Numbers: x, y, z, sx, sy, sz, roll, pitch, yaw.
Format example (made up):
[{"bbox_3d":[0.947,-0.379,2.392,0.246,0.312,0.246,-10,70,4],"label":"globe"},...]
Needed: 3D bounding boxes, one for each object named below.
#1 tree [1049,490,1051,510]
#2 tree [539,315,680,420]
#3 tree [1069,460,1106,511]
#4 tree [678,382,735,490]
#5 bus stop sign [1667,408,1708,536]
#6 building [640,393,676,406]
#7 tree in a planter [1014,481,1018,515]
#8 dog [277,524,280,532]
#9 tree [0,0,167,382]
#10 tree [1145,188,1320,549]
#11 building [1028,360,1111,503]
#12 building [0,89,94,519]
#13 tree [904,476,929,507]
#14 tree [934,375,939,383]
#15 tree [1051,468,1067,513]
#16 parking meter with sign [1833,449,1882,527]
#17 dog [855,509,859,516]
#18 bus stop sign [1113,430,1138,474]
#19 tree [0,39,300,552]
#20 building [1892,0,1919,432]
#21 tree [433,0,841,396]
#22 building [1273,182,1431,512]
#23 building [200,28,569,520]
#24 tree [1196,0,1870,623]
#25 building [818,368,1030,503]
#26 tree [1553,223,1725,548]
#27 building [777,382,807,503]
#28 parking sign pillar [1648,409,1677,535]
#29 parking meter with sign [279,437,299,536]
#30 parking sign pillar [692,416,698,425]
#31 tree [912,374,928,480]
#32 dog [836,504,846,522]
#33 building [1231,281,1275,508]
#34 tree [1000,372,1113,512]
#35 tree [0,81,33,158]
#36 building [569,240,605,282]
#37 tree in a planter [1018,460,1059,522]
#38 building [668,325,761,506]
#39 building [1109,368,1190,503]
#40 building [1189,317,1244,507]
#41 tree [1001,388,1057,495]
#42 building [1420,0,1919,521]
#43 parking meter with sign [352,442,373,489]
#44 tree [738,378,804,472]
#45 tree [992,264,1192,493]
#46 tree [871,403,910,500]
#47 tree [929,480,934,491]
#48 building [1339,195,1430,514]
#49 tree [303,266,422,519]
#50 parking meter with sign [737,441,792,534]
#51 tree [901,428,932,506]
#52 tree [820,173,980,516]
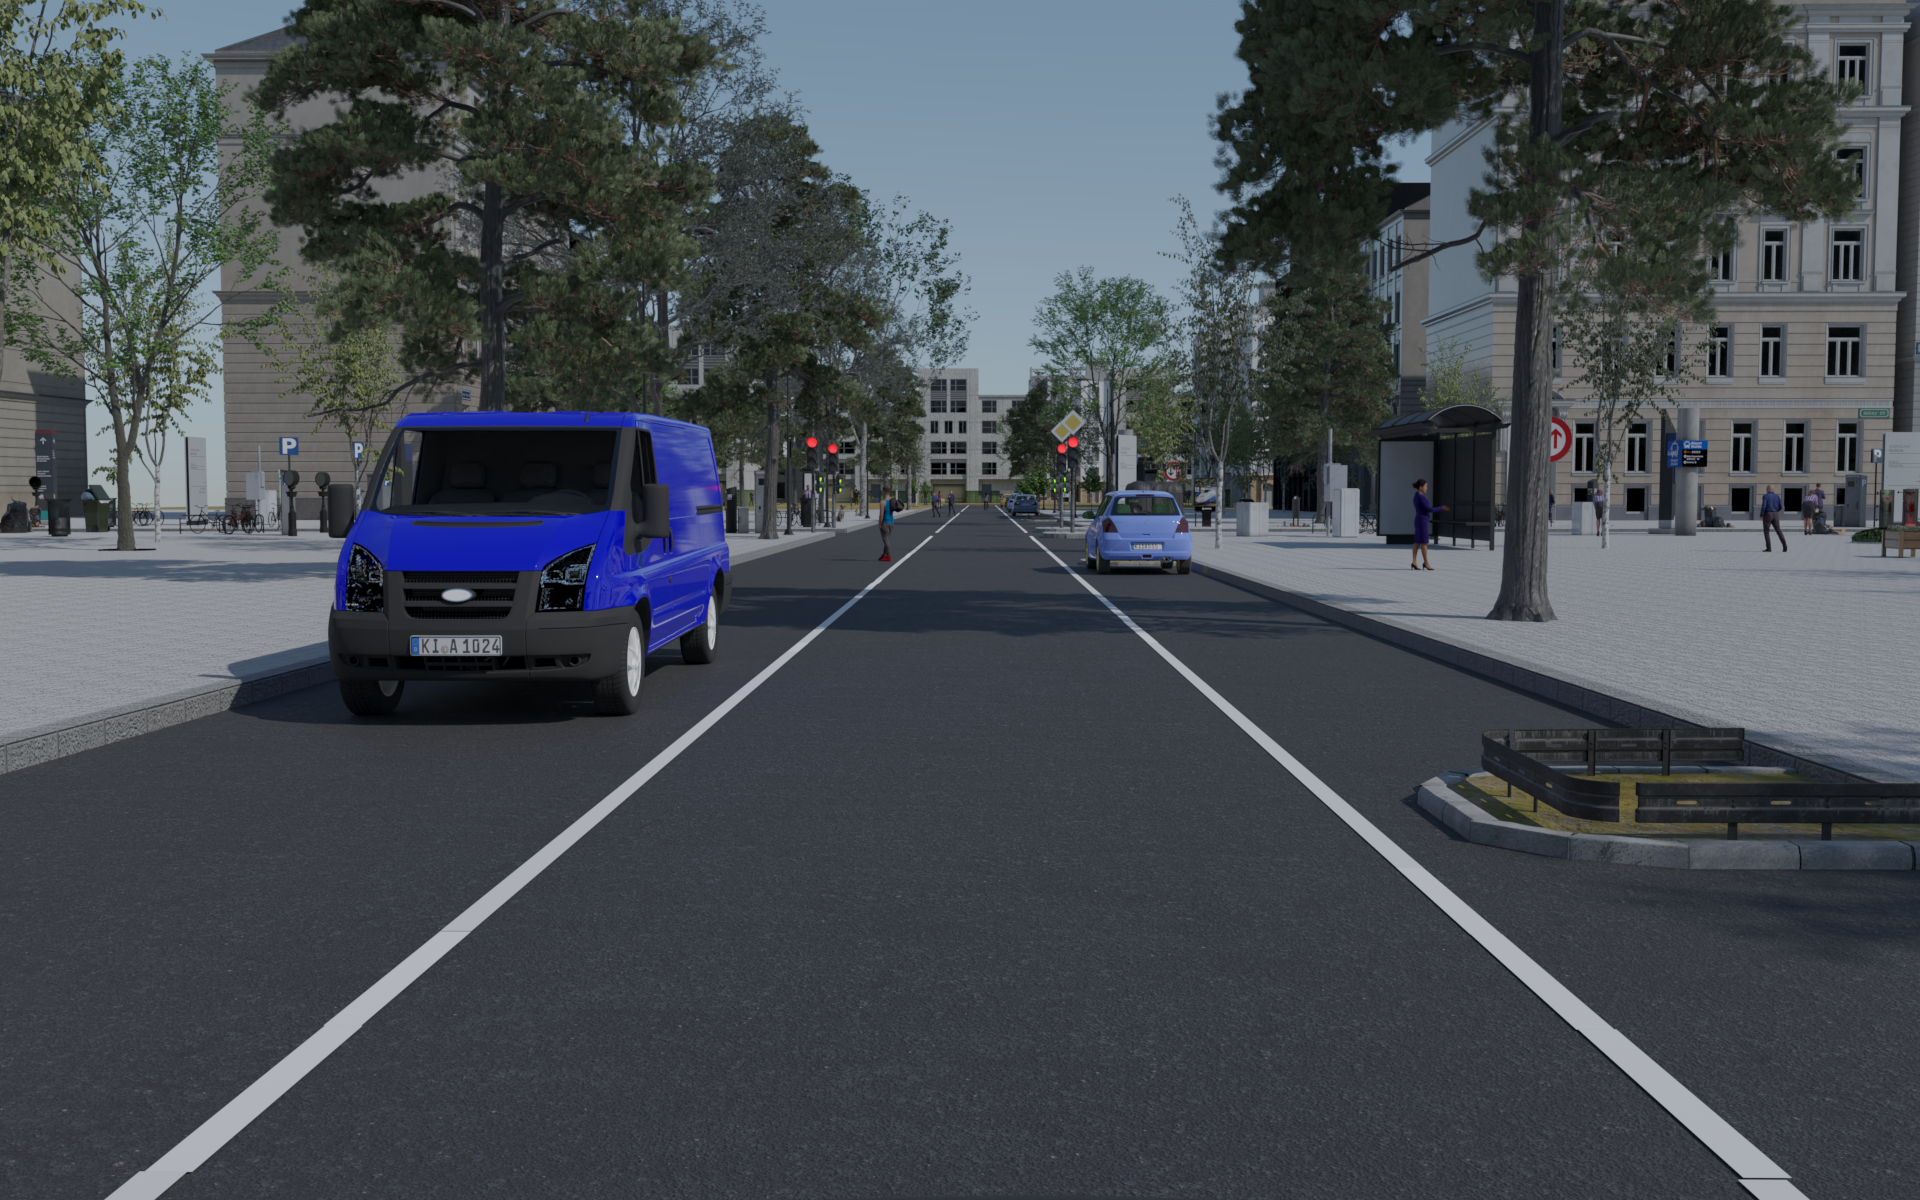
[{"bbox_3d":[7.829,-9.058,142.698,1.663,3.219,1.824,0,3,0],"label":"tree"},{"bbox_3d":[-18.781,-10.197,92.484,9.928,11.665,9.643,0,3,0],"label":"tree"},{"bbox_3d":[7.218,-6.234,96.526,1.663,3.219,1.824,0,3,0],"label":"tree"},{"bbox_3d":[-16.709,-9.904,112.300,4.737,8.622,4.395,0,3,0],"label":"tree"},{"bbox_3d":[22.331,-3.925,53.197,0.837,3.901,0.837,0,4,-8],"label":"bus stop sign"},{"bbox_3d":[-27.860,-13.043,155.404,9.099,9.664,28.070,0,4,1],"label":"building"},{"bbox_3d":[4.526,-7.384,117.954,1.991,3.239,1.994,0,4,1],"label":"tree in a planter"},{"bbox_3d":[-23.418,-2.438,60.057,0.748,0.427,0.550,-3,4,-36],"label":"dog"},{"bbox_3d":[-10.081,-4.100,17.396,4.737,8.622,4.395,0,3,0],"label":"tree"},{"bbox_3d":[6.200,-5.530,40.781,4.360,8.622,3.978,0,3,0],"label":"tree"},{"bbox_3d":[15.702,-24.158,251.404,11.380,20.091,16.016,0,4,1],"label":"building"},{"bbox_3d":[-64.297,-15.806,91.711,30.059,22.955,16.112,0,4,1],"label":"building"},{"bbox_3d":[-4.593,-10.951,173.656,1.663,3.219,1.824,0,3,0],"label":"tree"},{"bbox_3d":[-5.966,-10.114,75.733,12.009,13.543,11.850,0,3,0],"label":"tree"},{"bbox_3d":[7.077,-7.350,114.781,1.663,3.219,1.824,0,3,0],"label":"tree"},{"bbox_3d":[34.846,-4.347,67.331,0.543,3.016,1.738,-2,4,-25],"label":"parking meter with sign"},{"bbox_3d":[-5.994,-5.168,102.233,0.748,0.427,0.550,-3,5,-41],"label":"dog"},{"bbox_3d":[6.768,-5.006,70.871,0.837,3.901,0.837,-1,4,-10],"label":"bus stop sign"},{"bbox_3d":[-18.819,-6.928,39.021,9.928,11.665,9.643,0,3,0],"label":"tree"},{"bbox_3d":[60.718,-18.994,88.048,29.804,29.767,11.434,0,4,1],"label":"building"},{"bbox_3d":[-6.788,-7.799,37.891,12.009,13.543,11.850,0,3,0],"label":"tree"},{"bbox_3d":[31.369,-18.463,131.553,12.332,23.373,15.834,0,4,1],"label":"building"},{"bbox_3d":[-30.112,-18.283,96.194,12.463,27.353,25.104,0,4,1],"label":"building"},{"bbox_3d":[6.064,-6.722,17.320,7.806,13.903,7.818,0,3,0],"label":"tree"},{"bbox_3d":[-5.725,-23.583,252.037,31.486,18.905,16.747,0,4,1],"label":"building"},{"bbox_3d":[15.476,-5.523,40.658,4.360,8.622,3.978,0,3,0],"label":"tree"},{"bbox_3d":[-37.725,-25.275,257.220,32.646,21.610,27.936,0,4,1],"label":"building"},{"bbox_3d":[22.791,-4.089,55.332,1.447,3.967,1.447,3,5,41],"label":"parking sign pillar"},{"bbox_3d":[-20.884,-3.520,53.817,0.543,3.016,1.738,-2,4,-25],"label":"parking meter with sign"},{"bbox_3d":[-8.164,-4.032,54.394,1.447,3.967,1.447,0,4,-5],"label":"parking sign pillar"},{"bbox_3d":[-5.390,-12.388,124.600,6.751,12.117,7.091,0,3,0],"label":"tree"},{"bbox_3d":[-5.483,-4.018,80.069,0.513,0.831,0.800,0,4,4],"label":"dog"},{"bbox_3d":[33.393,-18.542,159.584,16.016,20.091,11.380,0,4,1],"label":"building"},{"bbox_3d":[7.331,-11.718,126.007,8.767,10.594,7.601,-1,4,-10],"label":"tree"},{"bbox_3d":[-17.900,-5.489,24.159,7.601,10.594,8.767,2,4,29],"label":"tree"},{"bbox_3d":[-31.282,-15.290,117.446,16.820,18.784,16.811,0,4,1],"label":"building"},{"bbox_3d":[4.180,-5.736,91.013,1.991,3.239,1.994,0,4,1],"label":"tree in a planter"},{"bbox_3d":[-38.500,-19.782,189.891,31.486,18.905,16.747,0,4,1],"label":"building"},{"bbox_3d":[37.455,-23.540,251.339,31.486,18.905,16.747,0,4,1],"label":"building"},{"bbox_3d":[34.628,-19.268,181.488,16.747,18.905,31.486,0,4,1],"label":"building"},{"bbox_3d":[7.328,-15.415,174.088,6.751,12.117,7.091,0,3,0],"label":"tree"},{"bbox_3d":[35.409,-18.548,89.160,20.117,28.700,13.634,0,4,1],"label":"building"},{"bbox_3d":[-19.545,-3.790,58.232,1.738,3.016,0.543,1,4,19],"label":"parking meter with sign"},{"bbox_3d":[-9.865,-8.519,89.653,4.360,8.622,3.978,0,3,0],"label":"tree"},{"bbox_3d":[6.846,-9.325,78.226,9.928,11.665,9.643,0,3,0],"label":"tree"},{"bbox_3d":[-5.133,-11.204,133.552,4.737,8.622,4.395,0,3,0],"label":"tree"},{"bbox_3d":[-4.070,-12.614,200.832,1.663,3.219,1.824,0,3,0],"label":"tree"},{"bbox_3d":[31.673,-16.233,114.555,9.793,20.994,18.267,0,4,1],"label":"building"},{"bbox_3d":[-16.424,-5.894,46.736,4.737,8.622,4.395,0,3,0],"label":"tree"},{"bbox_3d":[-6.351,-3.668,56.240,1.738,3.016,0.543,-1,4,-9],"label":"parking meter with sign"},{"bbox_3d":[-4.791,-14.326,184.588,4.360,8.622,3.978,0,3,0],"label":"tree"},{"bbox_3d":[-5.187,-14.981,100.829,12.611,20.169,13.585,0,3,0],"label":"tree"}]
